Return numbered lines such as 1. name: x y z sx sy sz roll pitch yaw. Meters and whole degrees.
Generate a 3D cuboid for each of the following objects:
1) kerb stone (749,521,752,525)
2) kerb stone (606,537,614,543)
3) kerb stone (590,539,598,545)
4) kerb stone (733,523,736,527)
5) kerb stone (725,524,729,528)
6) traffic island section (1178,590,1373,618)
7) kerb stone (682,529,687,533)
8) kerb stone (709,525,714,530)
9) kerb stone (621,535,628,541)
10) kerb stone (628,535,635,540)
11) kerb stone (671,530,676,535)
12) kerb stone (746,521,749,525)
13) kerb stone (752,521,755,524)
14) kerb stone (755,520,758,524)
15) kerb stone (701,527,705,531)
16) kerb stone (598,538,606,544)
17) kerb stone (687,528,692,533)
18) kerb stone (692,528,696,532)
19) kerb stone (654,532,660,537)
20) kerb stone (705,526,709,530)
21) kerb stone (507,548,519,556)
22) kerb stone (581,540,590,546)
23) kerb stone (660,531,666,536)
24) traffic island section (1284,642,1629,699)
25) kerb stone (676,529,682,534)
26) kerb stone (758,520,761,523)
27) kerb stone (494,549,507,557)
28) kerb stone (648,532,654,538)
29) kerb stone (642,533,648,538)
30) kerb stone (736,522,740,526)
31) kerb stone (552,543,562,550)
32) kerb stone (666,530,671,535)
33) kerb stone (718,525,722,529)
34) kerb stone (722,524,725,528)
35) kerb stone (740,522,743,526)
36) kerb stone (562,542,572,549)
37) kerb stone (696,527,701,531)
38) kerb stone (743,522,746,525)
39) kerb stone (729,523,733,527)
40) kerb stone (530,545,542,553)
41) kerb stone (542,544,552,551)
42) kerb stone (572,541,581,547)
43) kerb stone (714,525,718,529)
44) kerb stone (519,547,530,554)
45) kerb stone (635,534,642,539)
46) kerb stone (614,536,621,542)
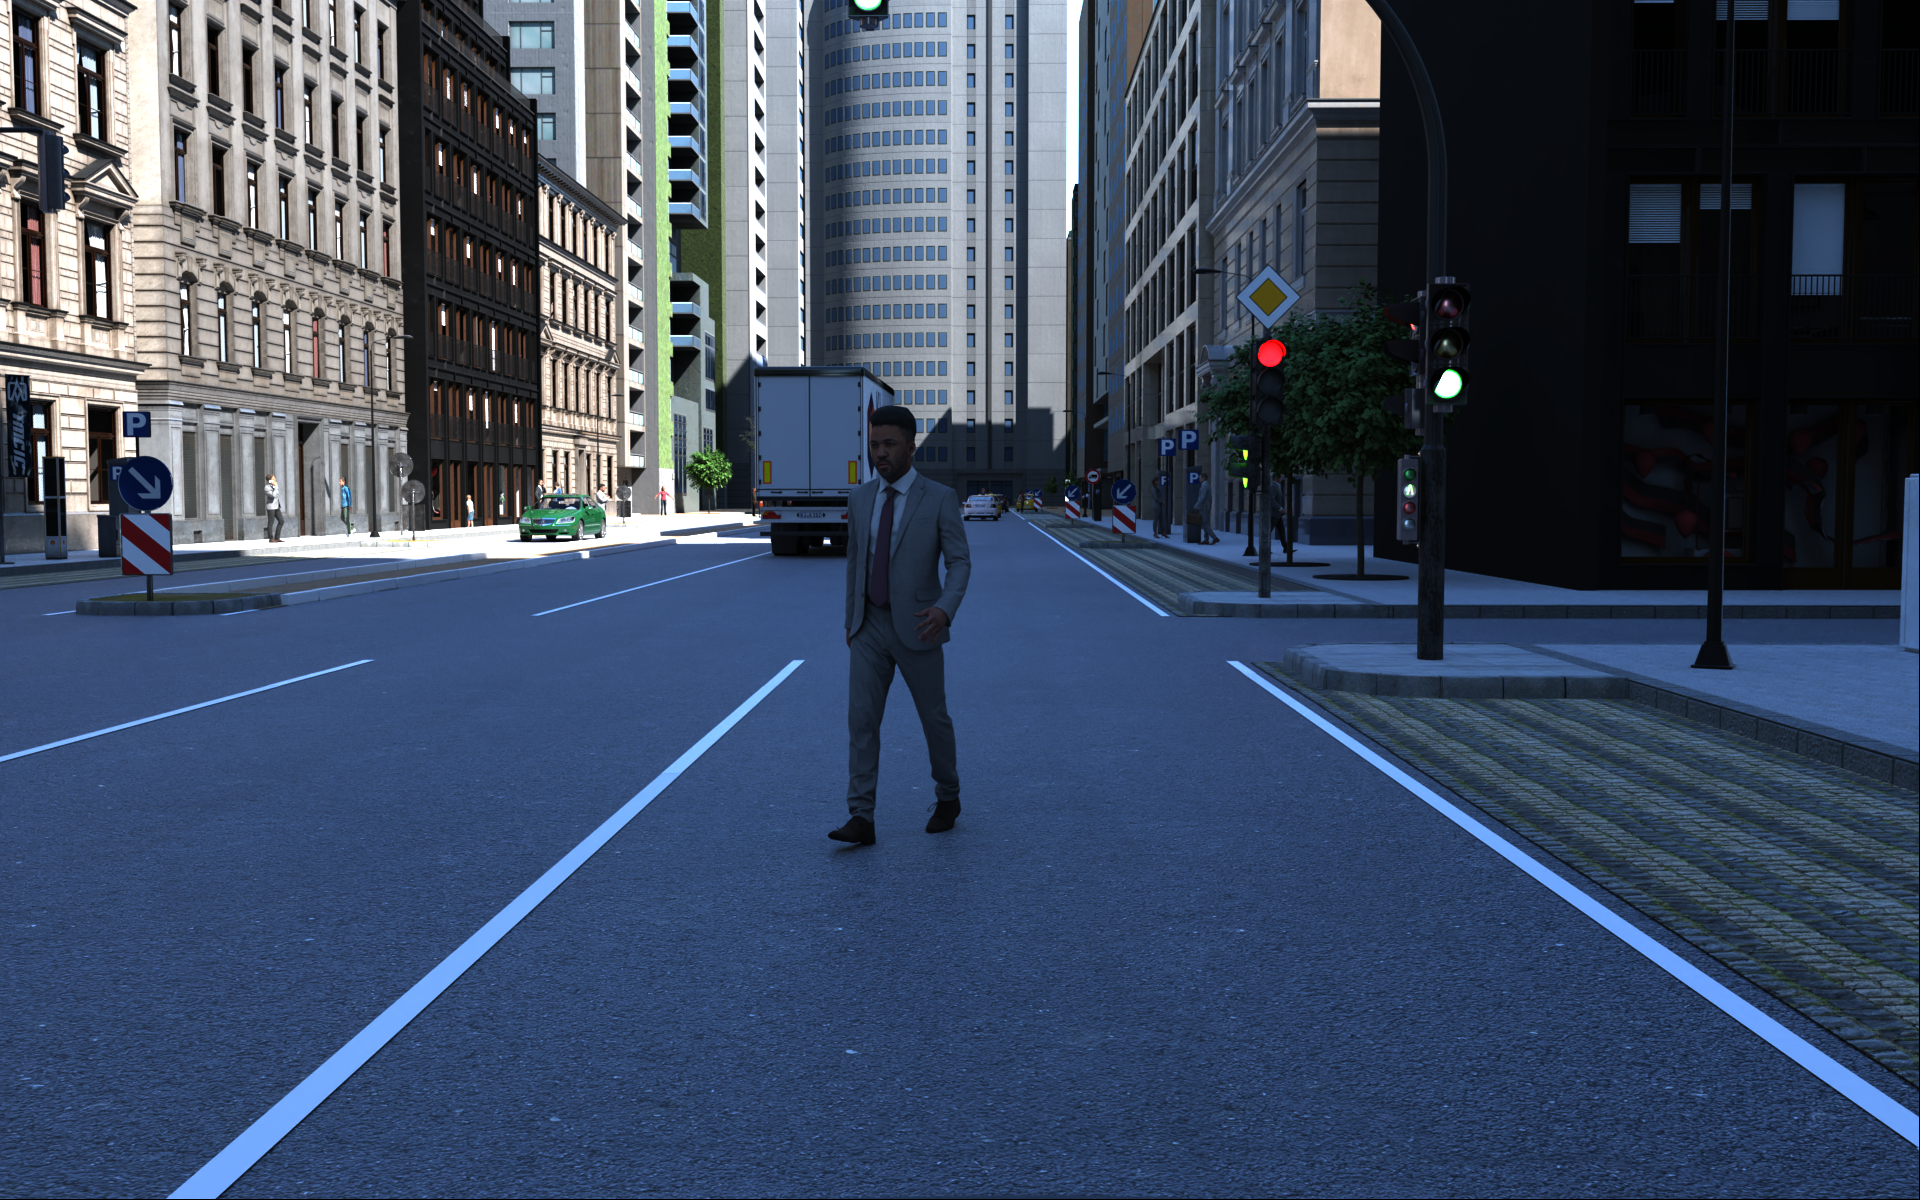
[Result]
1. kerb stone: -9.864 -3.542 80.173 0.120 0.150 1.000 0 4 1
2. kerb stone: -10.333 -1.724 50.443 0.120 0.150 1.000 0 4 1
3. kerb stone: -10.363 -1.601 48.397 0.120 0.150 1.000 0 4 1
4. kerb stone: -9.941 -3.232 75.039 0.120 0.150 1.000 0 4 1
5. kerb stone: -9.975 -3.106 72.986 0.120 0.150 1.000 0 4 1
6. traffic island section: 3.796 0.049 21.478 2.009 0.180 2.903 0 4 1
7. kerb stone: -10.138 -2.478 62.726 0.120 0.150 1.000 0 4 1
8. kerb stone: -10.036 -2.852 68.882 0.120 0.150 1.000 0 4 1
9. kerb stone: -10.299 -1.847 52.490 0.120 0.150 1.000 0 4 1
10. kerb stone: -10.287 -1.914 53.512 0.120 0.150 1.000 0 4 1
11. kerb stone: -10.171 -2.353 60.675 0.120 0.150 1.000 0 4 1
12. kerb stone: -9.876 -3.483 79.137 0.120 0.150 1.000 0 4 1
13. kerb stone: -9.845 -3.609 81.194 0.120 0.150 1.000 0 4 1
14. kerb stone: -9.826 -3.669 82.216 0.120 0.150 1.000 0 4 1
15. kerb stone: -10.065 -2.730 66.831 0.120 0.150 1.000 0 4 1
16. kerb stone: -10.345 -1.660 49.421 0.120 0.150 1.000 0 4 1
17. kerb stone: -10.122 -2.541 63.765 0.120 0.150 1.000 0 4 1
18. kerb stone: -10.096 -2.605 64.786 0.120 0.150 1.000 0 4 1
19. kerb stone: -10.217 -2.166 57.607 0.120 0.150 1.000 0 4 1
20. kerb stone: -10.060 -2.791 67.859 0.120 0.150 1.000 0 4 1
21. kerb stone: -10.491 -1.099 40.182 0.120 0.150 1.000 0 4 1
22. kerb stone: -10.376 -1.540 47.373 0.120 0.150 1.000 0 4 1
23. kerb stone: -10.203 -2.228 58.629 0.120 0.150 1.000 0 4 1
24. traffic island section: 3.671 0.537 13.494 2.009 0.180 2.903 0 4 1
25. kerb stone: -10.156 -2.416 61.703 0.120 0.150 1.000 0 4 1
26. kerb stone: -9.813 -3.730 83.239 0.120 0.150 1.000 0 4 1
27. kerb stone: -10.509 -1.038 39.159 0.120 0.150 1.000 0 4 1
28. kerb stone: -10.232 -2.103 56.583 0.120 0.150 1.000 0 4 1
29. kerb stone: -10.252 -2.041 55.561 0.120 0.150 1.000 0 4 1
30. kerb stone: -9.926 -3.295 76.063 0.120 0.150 1.000 0 4 1
31. kerb stone: -10.429 -1.351 44.288 0.120 0.150 1.000 0 4 1
32. kerb stone: -10.183 -2.289 59.651 0.120 0.150 1.000 0 4 1
33. kerb stone: -10.002 -2.981 70.934 0.120 0.150 1.000 0 4 1
34. kerb stone: -9.997 -3.043 71.960 0.120 0.150 1.000 0 4 1
35. kerb stone: -9.912 -3.357 77.085 0.120 0.150 1.000 0 4 1
36. kerb stone: -10.412 -1.411 45.318 0.120 0.150 1.000 0 4 1
37. kerb stone: -10.099 -2.667 65.809 0.120 0.150 1.000 0 4 1
38. kerb stone: -9.893 -3.420 78.115 0.120 0.150 1.000 0 4 1
39. kerb stone: -9.957 -3.163 74.011 0.120 0.150 1.000 0 4 1
40. kerb stone: -10.454 -1.221 42.227 0.120 0.150 1.000 0 4 1
41. kerb stone: -10.447 -1.288 43.254 0.120 0.150 1.000 0 4 1
42. kerb stone: -10.397 -1.477 46.343 0.120 0.150 1.000 0 4 1
43. kerb stone: -10.020 -2.918 69.911 0.120 0.150 1.000 0 4 1
44. kerb stone: -10.476 -1.162 41.204 0.120 0.150 1.000 0 4 1
45. kerb stone: -10.259 -1.978 54.538 0.120 0.150 1.000 0 4 1
46. kerb stone: -10.318 -1.789 51.468 0.120 0.150 1.000 0 4 1
